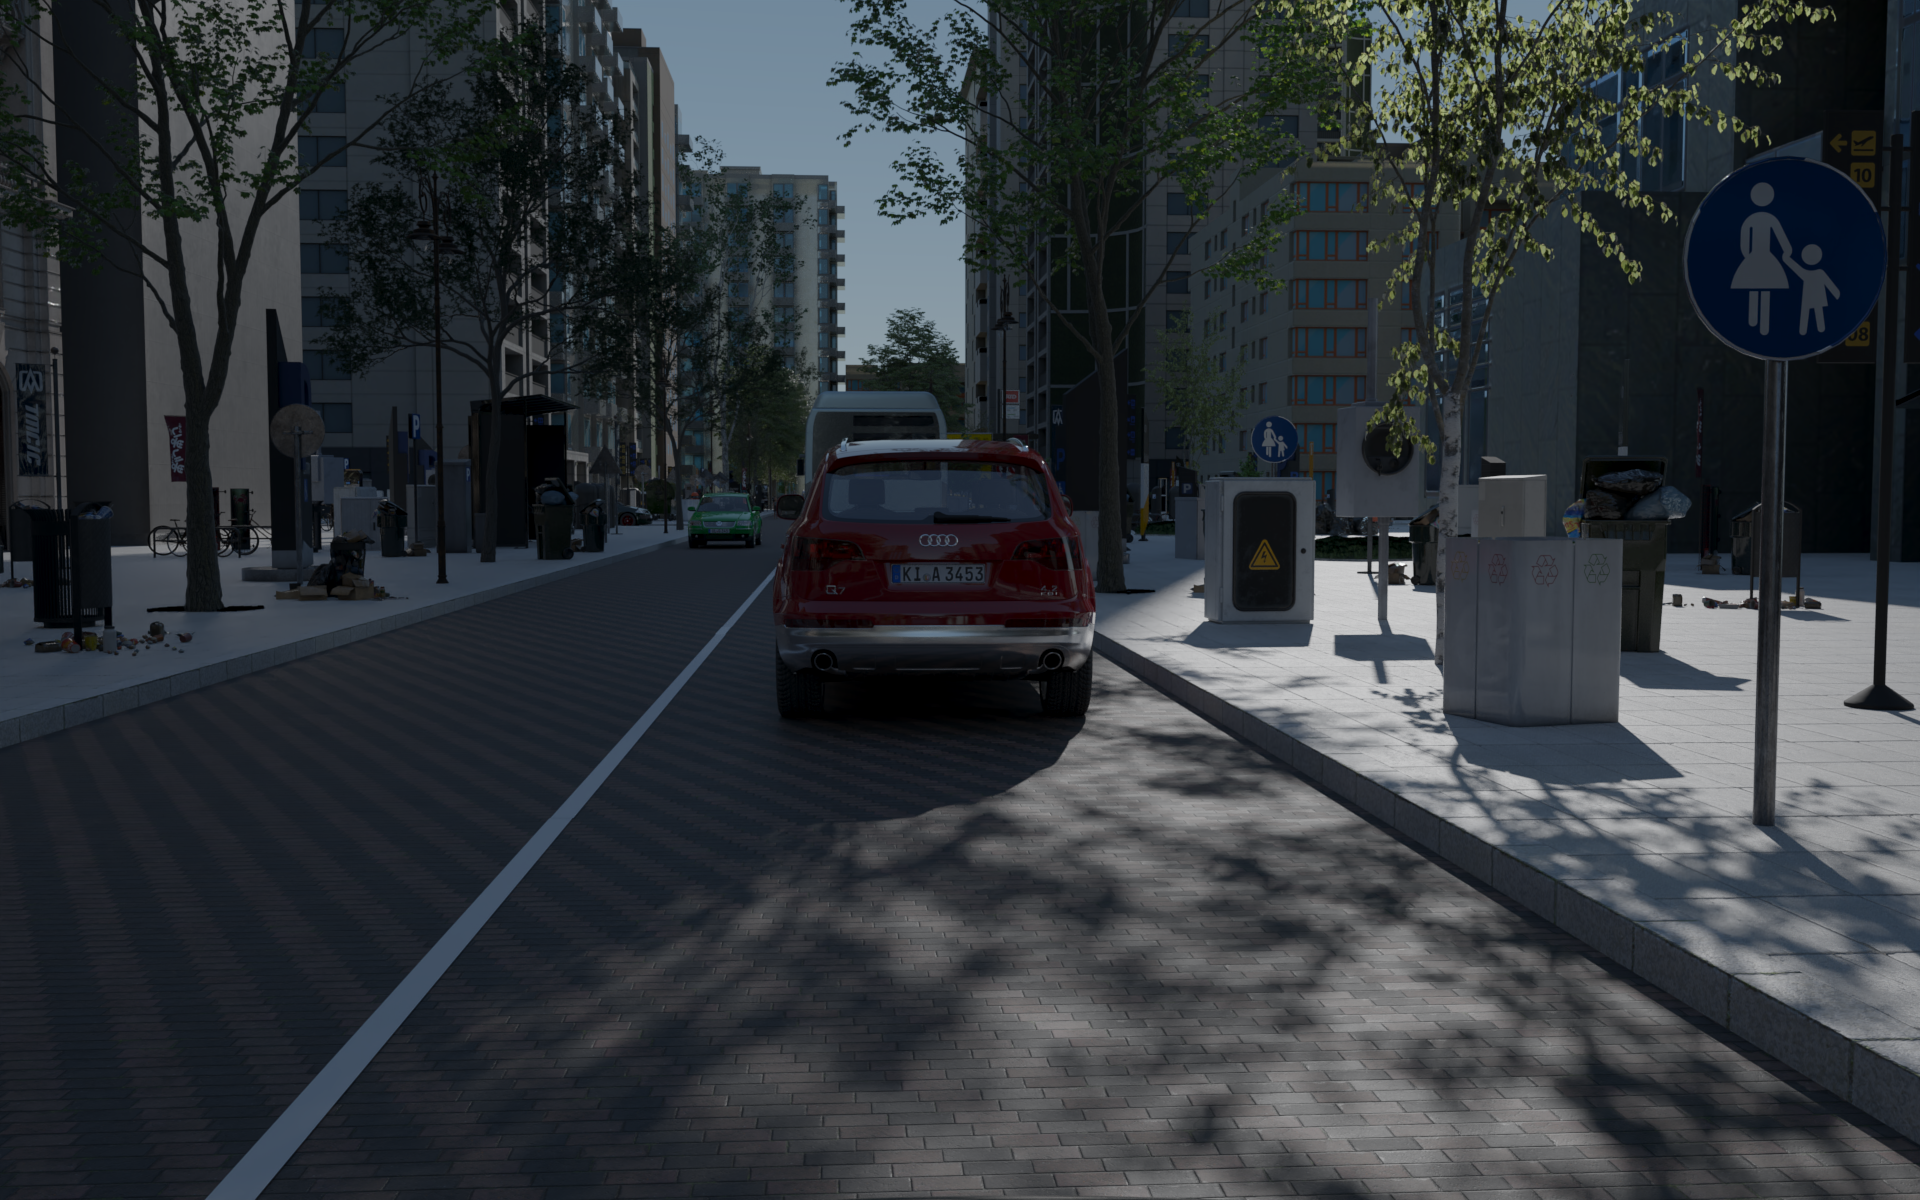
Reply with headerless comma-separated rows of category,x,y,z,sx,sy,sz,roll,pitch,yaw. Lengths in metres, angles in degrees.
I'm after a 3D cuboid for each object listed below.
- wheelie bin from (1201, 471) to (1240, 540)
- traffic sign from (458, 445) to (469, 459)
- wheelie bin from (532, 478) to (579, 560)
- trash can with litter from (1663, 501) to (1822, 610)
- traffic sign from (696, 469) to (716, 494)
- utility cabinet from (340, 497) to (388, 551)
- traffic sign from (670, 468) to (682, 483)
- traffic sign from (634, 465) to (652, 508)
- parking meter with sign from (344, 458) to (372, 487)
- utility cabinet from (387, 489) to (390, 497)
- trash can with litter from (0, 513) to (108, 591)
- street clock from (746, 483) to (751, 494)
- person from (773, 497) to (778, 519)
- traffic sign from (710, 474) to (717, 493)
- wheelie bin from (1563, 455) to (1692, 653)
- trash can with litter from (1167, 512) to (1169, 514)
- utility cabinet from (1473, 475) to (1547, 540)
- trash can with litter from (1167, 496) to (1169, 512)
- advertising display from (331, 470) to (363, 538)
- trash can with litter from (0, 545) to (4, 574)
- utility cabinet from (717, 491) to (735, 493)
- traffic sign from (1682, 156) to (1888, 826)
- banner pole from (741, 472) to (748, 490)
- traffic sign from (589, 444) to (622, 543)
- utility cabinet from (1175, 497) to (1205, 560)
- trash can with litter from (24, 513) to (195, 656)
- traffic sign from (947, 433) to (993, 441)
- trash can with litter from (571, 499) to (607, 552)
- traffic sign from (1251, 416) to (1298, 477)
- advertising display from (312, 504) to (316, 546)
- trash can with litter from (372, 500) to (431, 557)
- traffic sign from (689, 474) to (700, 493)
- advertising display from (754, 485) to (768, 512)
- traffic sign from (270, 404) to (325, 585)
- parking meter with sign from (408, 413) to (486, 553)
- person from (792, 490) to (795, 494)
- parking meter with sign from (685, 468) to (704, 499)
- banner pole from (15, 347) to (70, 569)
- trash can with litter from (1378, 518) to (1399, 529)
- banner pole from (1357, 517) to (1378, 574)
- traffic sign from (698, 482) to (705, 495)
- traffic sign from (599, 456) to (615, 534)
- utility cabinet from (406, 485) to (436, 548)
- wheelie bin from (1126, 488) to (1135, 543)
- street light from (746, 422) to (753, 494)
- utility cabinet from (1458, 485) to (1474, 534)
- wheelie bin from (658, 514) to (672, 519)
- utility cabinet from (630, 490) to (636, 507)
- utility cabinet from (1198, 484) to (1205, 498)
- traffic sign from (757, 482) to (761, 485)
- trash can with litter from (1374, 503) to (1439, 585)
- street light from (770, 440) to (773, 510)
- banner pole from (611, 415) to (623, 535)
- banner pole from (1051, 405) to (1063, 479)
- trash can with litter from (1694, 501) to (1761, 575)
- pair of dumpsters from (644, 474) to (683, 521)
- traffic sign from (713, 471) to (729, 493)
wheelie bin,3.724,-0.984,23.989,0.693,1.594,0.980,-1,4,-11
traffic sign,-12.388,-2.687,44.038,0.768,2.556,0.104,0,4,3
wheelie bin,-7.965,-1.591,33.928,0.693,1.594,0.980,-3,4,-36
trash can with litter,8.850,-0.531,19.735,2.233,1.210,1.678,0,4,7
traffic sign,-9.971,-3.935,67.978,0.795,2.450,0.064,0,4,-4
utility cabinet,-13.476,-1.716,39.215,1.020,1.237,0.306,-2,4,-24
traffic sign,-14.334,-5.292,86.525,0.884,2.594,0.081,0,4,-3
traffic sign,-13.692,-4.567,74.778,0.768,2.556,0.104,0,4,6
parking meter with sign,-29.216,-5.421,84.901,1.738,3.016,0.543,-3,5,-44
utility cabinet,-26.476,-4.406,80.721,0.318,1.500,1.173,-1,4,-23
trash can with litter,-13.334,-0.792,24.000,2.233,1.210,1.678,-3,5,-44
street clock,-14.318,-6.887,117.172,0.358,2.002,0.471,-3,4,-38
person,-10.592,-5.303,99.877,0.362,1.253,0.373,-1,4,-13
traffic sign,-15.415,-6.642,108.694,0.768,2.556,0.104,0,4,3
wheelie bin,5.473,-0.386,14.216,0.980,1.594,0.693,1,4,14
trash can with litter,14.302,-6.264,113.471,2.233,1.210,1.678,1,4,20
utility cabinet,6.531,-0.727,20.572,0.318,1.500,1.173,-1,4,-8
trash can with litter,13.744,-6.403,116.080,1.055,1.170,0.624,-2,4,-31
advertising display,-16.600,-2.549,46.894,0.974,1.923,0.123,1,4,18
trash can with litter,-8.626,-0.193,14.551,1.055,1.170,0.624,0,4,4
utility cabinet,-16.287,-6.842,120.551,1.173,1.500,0.318,-1,4,-21
traffic sign,3.121,-0.400,6.648,0.768,2.556,0.104,0,4,1
banner pole,-17.356,-9.166,139.887,0.863,3.779,0.401,-3,5,-43
traffic sign,-9.279,-2.772,45.334,0.884,2.594,0.081,0,4,1
utility cabinet,4.598,-1.412,34.251,0.306,1.237,1.020,-1,4,-18
trash can with litter,-7.101,-0.227,14.774,1.678,1.210,2.233,0,4,0
traffic sign,-0.038,-3.888,57.443,2.265,3.308,0.079,0,4,5
trash can with litter,-8.318,-1.642,38.228,1.055,1.170,0.624,1,4,20
traffic sign,5.110,-1.720,28.227,0.768,2.556,0.104,0,4,1
advertising display,-16.212,-2.294,42.721,0.974,1.923,0.123,2,4,31
trash can with litter,-11.434,-1.473,35.468,0.624,1.170,1.055,3,5,41
traffic sign,-17.022,-6.807,111.395,0.768,2.556,0.104,0,4,2
advertising display,-14.345,-7.329,125.050,0.974,1.923,0.123,-1,4,-21
traffic sign,-9.345,-1.489,24.449,0.768,2.556,0.104,0,4,-2
parking meter with sign,-11.018,-2.532,37.658,1.738,3.016,0.543,0,4,0
person,-14.318,-8.614,149.738,0.661,1.777,0.834,3,5,45
parking meter with sign,-18.167,-7.377,116.869,1.738,3.016,0.543,1,4,10
banner pole,-15.547,-2.408,29.383,0.401,3.779,0.863,3,5,43
trash can with litter,15.086,-3.262,64.391,1.678,1.210,2.233,-2,4,-33
banner pole,6.682,-2.326,28.054,0.401,3.779,0.863,1,4,19
traffic sign,-15.830,-6.544,107.100,0.768,2.556,0.104,0,4,-1
traffic sign,-11.377,-3.419,56.004,0.768,2.556,0.104,0,4,-4
utility cabinet,-12.779,-2.002,41.405,0.318,1.500,1.173,1,4,12
wheelie bin,4.169,-2.304,45.584,0.693,1.594,0.980,-2,4,-27
street light,-13.156,-8.281,108.174,0.468,5.910,1.993,0,4,-4
utility cabinet,12.218,-1.999,41.362,0.318,1.500,1.173,-2,4,-28
wheelie bin,-15.063,-4.940,88.683,0.980,1.594,0.693,1,4,23
utility cabinet,-23.745,-7.151,125.596,1.173,1.500,0.318,3,5,43
utility cabinet,5.205,-1.774,37.683,0.318,1.500,1.173,0,4,-7
traffic sign,-16.280,-8.486,139.928,0.795,2.450,0.064,0,4,2
trash can with litter,6.400,-0.803,24.511,1.055,1.170,0.624,2,4,30
street light,-15.307,-10.227,140.002,0.468,5.910,1.993,0,4,-4
banner pole,-10.834,-3.962,54.788,0.401,3.779,0.863,-1,4,-22
banner pole,2.560,-3.238,42.966,0.863,3.779,0.401,-3,4,-38
trash can with litter,12.267,-0.988,27.548,1.055,1.170,0.624,1,4,22
pair of dumpsters,-14.311,-4.951,83.444,1.574,2.255,4.437,0,4,-4
traffic sign,-10.512,-4.422,75.945,0.795,2.450,0.064,0,4,-4
